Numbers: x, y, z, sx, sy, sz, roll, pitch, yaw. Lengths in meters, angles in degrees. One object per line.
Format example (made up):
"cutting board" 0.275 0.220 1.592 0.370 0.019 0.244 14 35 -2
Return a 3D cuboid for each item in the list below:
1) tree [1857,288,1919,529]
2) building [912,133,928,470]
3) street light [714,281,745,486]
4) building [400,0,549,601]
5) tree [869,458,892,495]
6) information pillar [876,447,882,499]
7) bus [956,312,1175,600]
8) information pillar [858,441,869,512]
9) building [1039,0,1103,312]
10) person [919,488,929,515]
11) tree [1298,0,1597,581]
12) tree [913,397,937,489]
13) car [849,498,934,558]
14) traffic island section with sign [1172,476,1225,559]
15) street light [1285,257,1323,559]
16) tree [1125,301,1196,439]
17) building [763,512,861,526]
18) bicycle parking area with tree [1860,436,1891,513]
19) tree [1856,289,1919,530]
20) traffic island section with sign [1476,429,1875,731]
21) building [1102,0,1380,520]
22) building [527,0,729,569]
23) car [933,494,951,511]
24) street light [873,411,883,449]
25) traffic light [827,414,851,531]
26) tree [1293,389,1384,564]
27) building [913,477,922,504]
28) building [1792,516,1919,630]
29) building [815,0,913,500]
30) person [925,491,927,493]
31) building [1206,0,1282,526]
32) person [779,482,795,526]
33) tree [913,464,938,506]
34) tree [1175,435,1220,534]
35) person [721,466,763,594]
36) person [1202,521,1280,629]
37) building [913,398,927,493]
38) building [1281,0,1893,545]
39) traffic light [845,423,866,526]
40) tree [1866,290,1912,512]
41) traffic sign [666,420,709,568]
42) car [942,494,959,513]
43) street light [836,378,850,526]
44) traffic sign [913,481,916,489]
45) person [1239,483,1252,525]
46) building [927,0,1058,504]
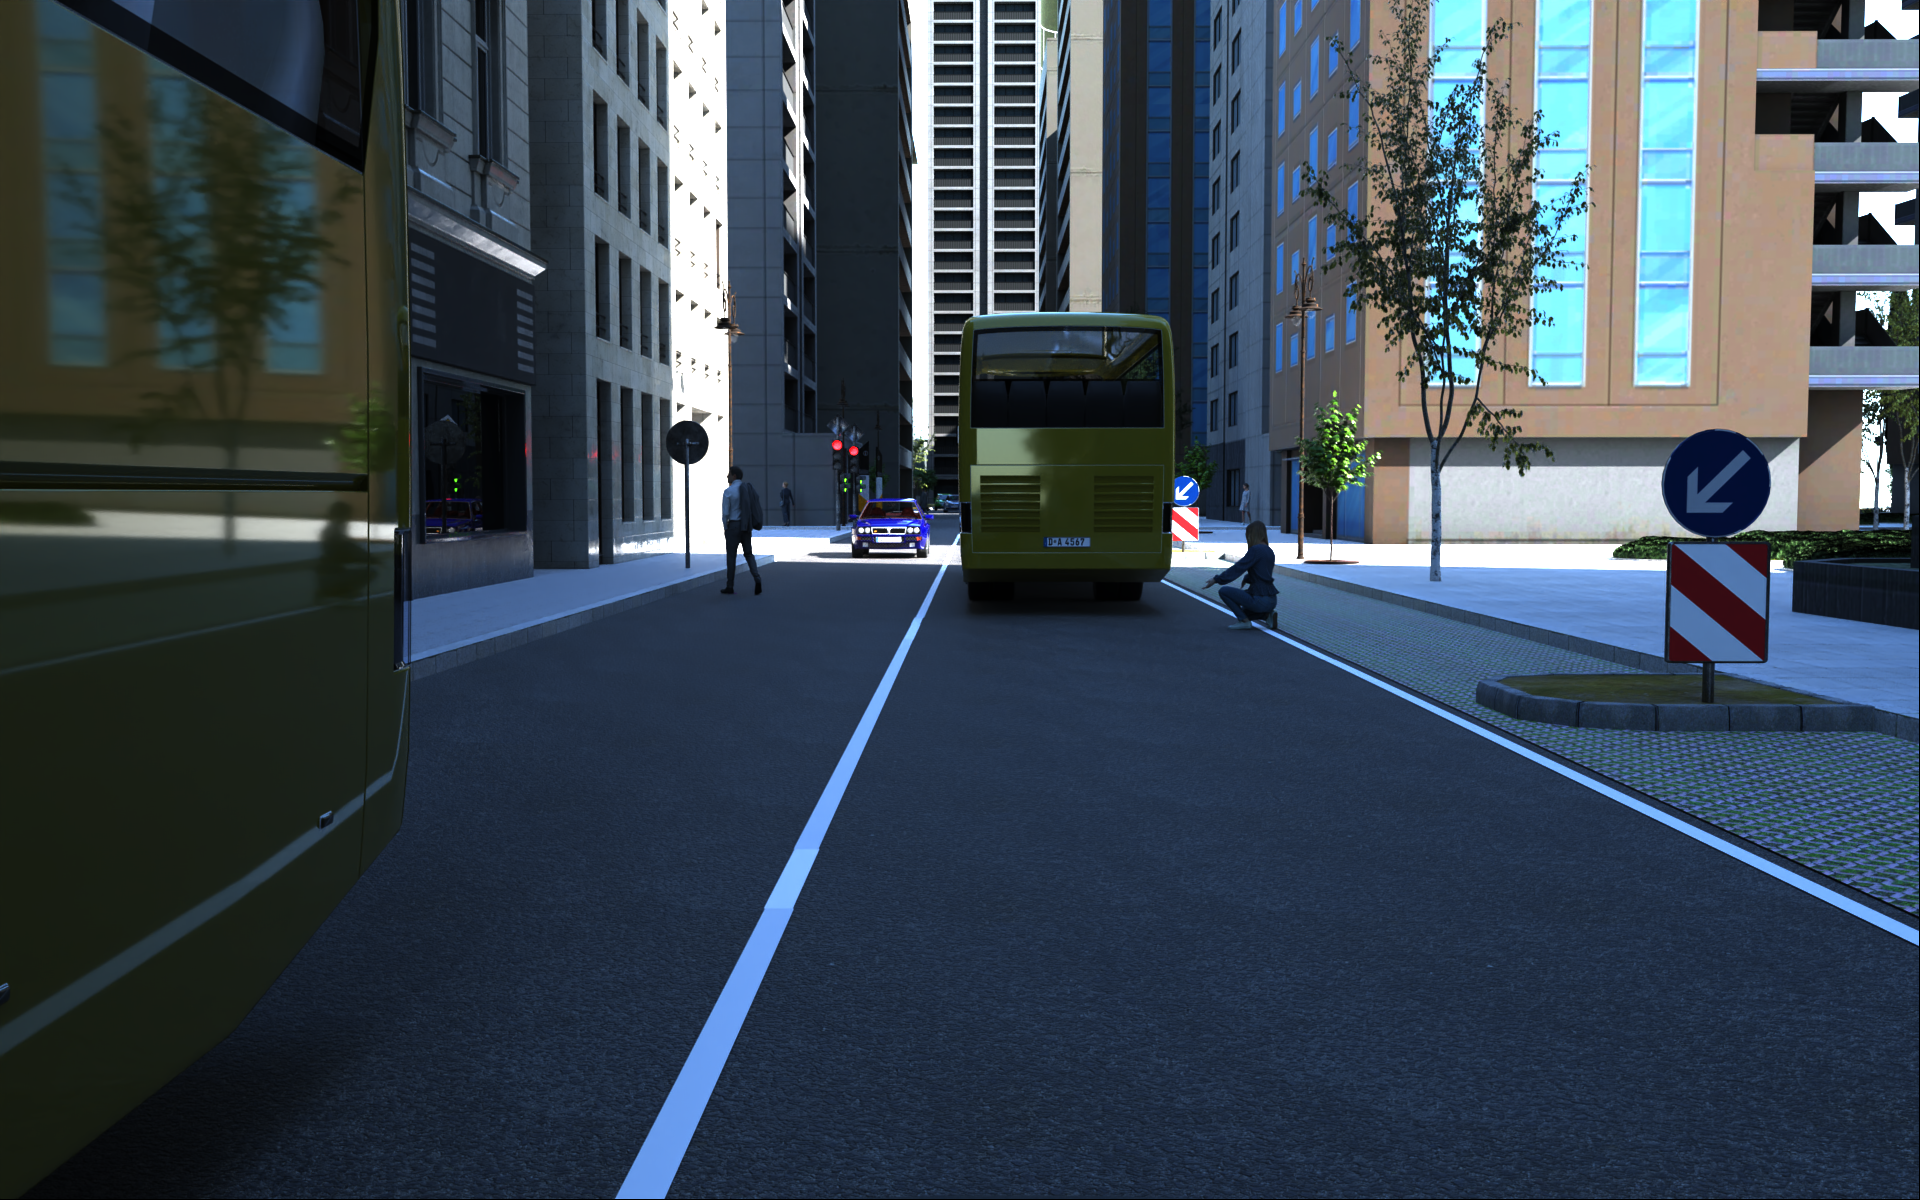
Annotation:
"tree" 28.040 -6.146 50.855 4.737 8.622 4.395 0 3 0
"building" -17.898 -39.932 242.128 27.495 52.752 28.713 0 4 1
"street light" -4.999 -3.970 37.697 0.468 5.910 1.993 0 4 1
"building" -14.652 -14.089 6.770 17.030 29.872 44.131 0 4 1
"tree" -4.529 -5.904 91.132 1.663 3.219 1.824 0 3 0
"information pillar" -4.006 -5.765 85.606 0.183 3.616 0.504 2 4 28
"bus" 1.312 -2.119 26.185 2.896 3.916 12.252 0 4 1
"information pillar" -4.211 -5.177 76.000 0.504 3.616 0.183 0 4 -6
"building" 19.106 -33.892 177.839 21.300 48.544 21.600 0 4 1
"person" -2.253 -5.957 105.999 0.767 1.812 0.694 2 4 30
"tree" 6.956 -4.566 25.024 4.360 8.622 3.978 0 3 0
"tree" -3.904 -10.618 123.973 4.737 8.622 4.395 0 3 0
"car" -1.579 -1.686 40.146 1.945 1.354 3.894 0 3 0
"traffic island section with sign" 4.814 -1.841 38.725 1.989 1.847 2.006 0 4 1
"street light" 6.717 -3.743 33.990 0.468 5.910 1.993 0 4 1
"tree" 7.767 -9.088 82.994 7.601 10.594 8.767 -1 4 -12
"building" -14.980 -39.112 77.739 20.563 71.187 20.611 0 4 1
"bicycle parking area with tree" 43.978 -6.187 88.153 9.016 4.147 8.231 -1 4 -20
"tree" 29.703 -6.485 56.396 4.360 8.622 3.978 0 3 0
"traffic island section with sign" 4.513 -0.166 11.339 1.989 1.847 2.006 0 4 1
"building" 15.937 -27.744 103.718 14.600 45.320 14.200 0 4 1
"building" -11.449 -11.175 37.467 10.420 20.320 16.860 0 4 1
"car" -1.360 -8.780 152.345 1.959 1.807 4.718 0 4 0
"street light" -4.458 -7.443 94.480 0.468 5.910 1.993 0 4 1
"traffic light" -4.252 -4.390 60.695 0.839 4.253 0.868 0 4 1
"tree" 7.005 -2.287 31.992 1.663 3.219 1.824 0 3 0
"building" -20.187 -29.620 176.167 32.217 40.220 23.993 0 4 1
"building" 18.587 -28.380 6.020 21.231 58.520 28.212 0 4 1
"building" -14.011 -29.605 107.747 21.300 48.544 21.600 0 4 1
"person" -3.896 -11.717 197.577 0.705 1.831 1.348 0 4 -4
"building" 22.772 -39.067 76.997 20.611 71.187 20.563 0 4 1
"person" -6.861 -3.809 68.739 0.534 1.772 0.576 2 4 27
"tree" -3.973 -12.731 191.859 4.285 4.588 4.351 0 3 0
"tree" 7.633 -3.798 56.692 1.663 3.219 1.824 0 3 0
"person" -3.117 -0.990 24.795 0.679 1.850 0.850 -3 5 -43
"person" 2.981 -0.267 18.361 1.012 1.151 0.738 -3 5 -44
"building" -19.750 -54.631 205.889 31.000 86.520 22.319 0 4 1
"building" 17.057 -24.397 49.007 14.600 45.320 14.200 0 4 1
"traffic light" -4.164 -4.878 68.680 0.839 4.253 0.868 0 4 1
"tree" 60.815 -12.445 105.304 13.155 14.587 18.604 0 4 5
"traffic sign" -4.715 -1.824 29.921 0.768 2.556 0.104 1 4 9
"car" -0.369 -7.531 135.132 2.014 1.417 4.499 0 4 2
"street light" -4.641 -5.884 68.988 0.468 5.910 1.993 0 4 1
"traffic sign" -3.655 -7.931 131.804 0.606 2.300 0.079 0 4 3
"person" 11.826 -3.965 71.619 0.466 1.731 0.760 2 4 29
"building" 6.105 -48.848 236.914 20.611 71.187 20.563 0 4 1
